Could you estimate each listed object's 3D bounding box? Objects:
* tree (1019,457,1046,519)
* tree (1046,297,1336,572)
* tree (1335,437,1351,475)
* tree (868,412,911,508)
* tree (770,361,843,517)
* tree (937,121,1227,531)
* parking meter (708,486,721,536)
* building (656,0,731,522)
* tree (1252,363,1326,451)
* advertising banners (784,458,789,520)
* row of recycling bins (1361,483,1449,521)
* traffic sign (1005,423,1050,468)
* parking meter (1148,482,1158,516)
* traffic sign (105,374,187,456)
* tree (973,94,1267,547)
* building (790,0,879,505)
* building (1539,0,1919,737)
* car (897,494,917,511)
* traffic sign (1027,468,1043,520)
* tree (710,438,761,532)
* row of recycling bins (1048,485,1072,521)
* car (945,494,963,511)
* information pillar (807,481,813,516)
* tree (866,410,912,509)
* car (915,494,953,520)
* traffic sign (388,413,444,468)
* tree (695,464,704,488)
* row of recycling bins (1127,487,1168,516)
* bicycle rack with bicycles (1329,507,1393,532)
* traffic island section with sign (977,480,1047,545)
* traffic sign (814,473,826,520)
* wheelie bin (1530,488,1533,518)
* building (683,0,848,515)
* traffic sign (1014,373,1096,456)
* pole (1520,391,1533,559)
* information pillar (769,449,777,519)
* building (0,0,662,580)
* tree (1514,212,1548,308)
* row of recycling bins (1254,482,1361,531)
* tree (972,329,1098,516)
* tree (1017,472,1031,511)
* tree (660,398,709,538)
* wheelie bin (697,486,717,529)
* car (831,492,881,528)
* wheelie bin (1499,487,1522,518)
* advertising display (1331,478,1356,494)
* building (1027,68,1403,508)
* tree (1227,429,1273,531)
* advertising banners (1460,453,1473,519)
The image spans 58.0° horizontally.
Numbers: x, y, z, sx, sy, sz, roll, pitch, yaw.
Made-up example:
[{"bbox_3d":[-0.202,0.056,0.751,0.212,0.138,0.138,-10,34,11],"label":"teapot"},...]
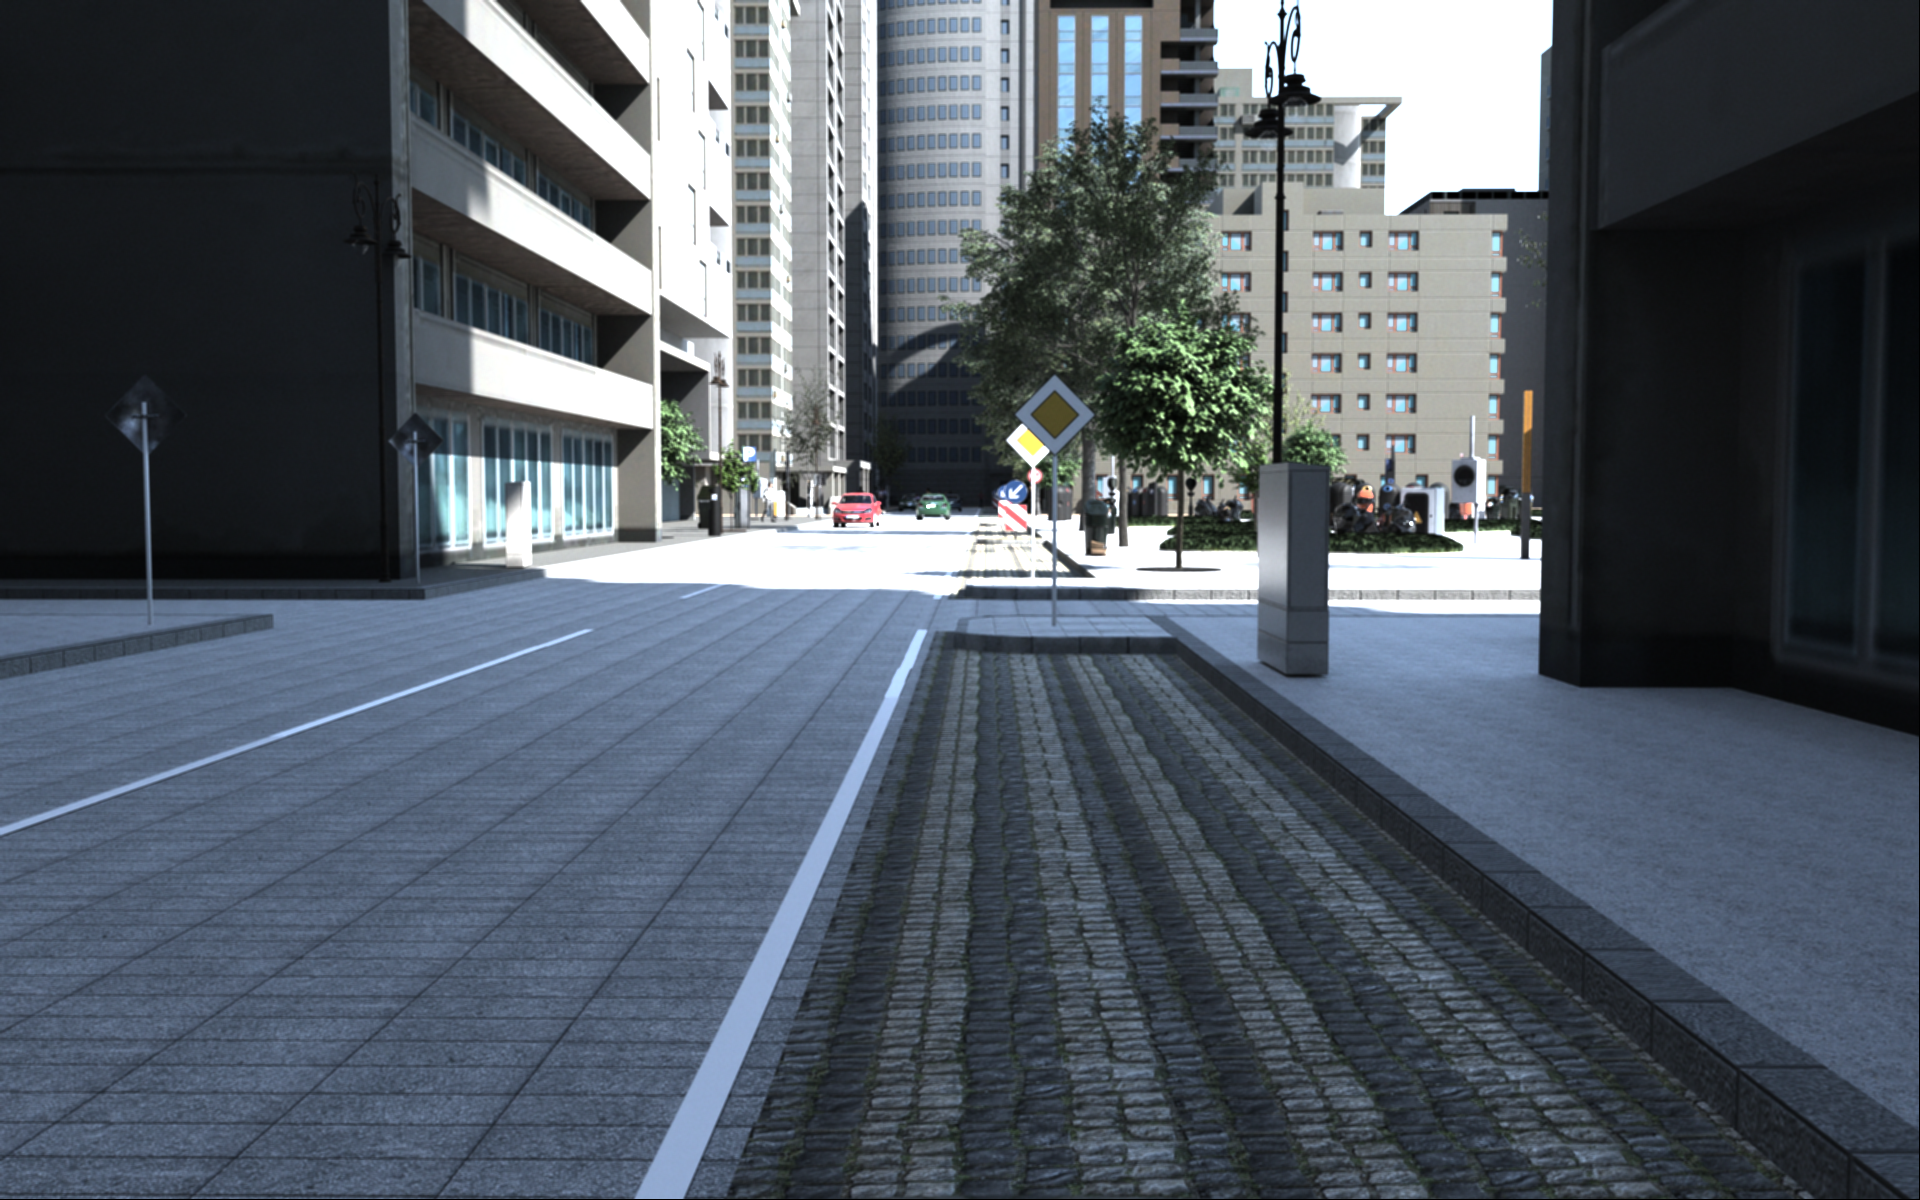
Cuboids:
[{"bbox_3d":[4.809,-6.518,90.278,4.285,4.588,4.351,0,3,0],"label":"tree"},{"bbox_3d":[3.689,-2.764,28.912,4.285,4.588,4.351,0,3,0],"label":"tree"},{"bbox_3d":[14.990,-5.522,74.006,4.285,4.588,4.351,0,3,0],"label":"tree"},{"bbox_3d":[-6.452,-12.597,156.319,4.360,8.622,3.978,0,3,0],"label":"tree"},{"bbox_3d":[-8.324,-8.894,95.785,4.360,8.622,3.978,0,3,0],"label":"tree"},{"bbox_3d":[4.319,-9.347,59.487,9.857,13.997,8.962,0,3,0],"label":"tree"},{"bbox_3d":[-7.531,-2.733,53.097,0.372,1.533,0.369,0,3,0],"label":"parking meter"},{"bbox_3d":[-24.357,-29.421,70.274,28.713,52.752,27.495,0,4,1],"label":"building"},{"bbox_3d":[17.989,-8.947,96.640,4.737,8.622,4.395,0,3,0],"label":"tree"},{"bbox_3d":[-8.435,-5.387,84.272,0.090,3.025,2.074,-1,4,-10],"label":"advertising banners"},{"bbox_3d":[16.132,-3.443,63.410,3.534,1.692,1.069,2,4,28],"label":"row of recycling bins"},{"bbox_3d":[1.059,-1.381,24.772,0.795,2.593,0.064,0,4,1],"label":"traffic sign"},{"bbox_3d":[9.106,-4.655,81.826,0.399,1.863,0.255,2,4,35],"label":"parking meter"},{"bbox_3d":[-7.957,-0.902,16.944,0.795,2.593,0.064,0,4,1],"label":"traffic sign"},{"bbox_3d":[3.664,-6.549,41.496,7.601,10.594,8.767,-2,4,-32],"label":"tree"},{"bbox_3d":[-18.664,-44.373,163.747,20.611,71.187,20.563,0,4,1],"label":"building"},{"bbox_3d":[14.611,-23.029,0.221,21.300,48.544,21.600,0,4,1],"label":"building"},{"bbox_3d":[-4.161,-8.128,144.691,2.131,1.459,4.920,0,4,0],"label":"car"},{"bbox_3d":[3.678,-5.182,84.830,0.768,2.556,0.104,1,4,8],"label":"traffic sign"},{"bbox_3d":[-7.717,-3.964,59.413,1.663,3.219,1.824,0,3,0],"label":"tree"},{"bbox_3d":[4.790,-4.670,83.469,1.069,1.692,3.534,1,4,10],"label":"row of recycling bins"},{"bbox_3d":[-0.737,-8.061,143.791,2.014,1.417,4.499,0,4,0],"label":"car"},{"bbox_3d":[-8.608,-5.800,99.315,0.304,2.012,0.304,0,4,5],"label":"information pillar"},{"bbox_3d":[-6.288,-12.273,151.033,4.737,8.622,4.395,0,3,0],"label":"tree"},{"bbox_3d":[-1.453,-5.129,95.664,2.131,1.459,4.920,0,4,1],"label":"car"},{"bbox_3d":[-7.834,-1.391,24.928,0.795,2.593,0.064,0,4,1],"label":"traffic sign"},{"bbox_3d":[-15.762,-8.910,96.041,4.360,8.622,3.978,0,3,0],"label":"tree"},{"bbox_3d":[10.162,-5.420,95.734,1.069,1.692,3.534,-3,4,-37],"label":"row of recycling bins"},{"bbox_3d":[11.211,-2.136,48.312,2.925,0.926,2.852,-3,5,-39],"label":"bicycle rack with bicycles"},{"bbox_3d":[1.475,-2.497,49.450,1.989,1.847,2.006,0,4,1],"label":"traffic island section with sign"},{"bbox_3d":[-6.924,-5.103,85.561,0.606,2.300,0.079,0,4,4],"label":"traffic sign"},{"bbox_3d":[29.224,-4.999,89.639,0.980,1.594,0.693,3,4,36],"label":"wheelie bin"},{"bbox_3d":[-23.865,-25.696,112.005,32.217,40.220,23.993,0,4,1],"label":"building"},{"bbox_3d":[0.936,-0.893,16.788,0.795,2.593,0.064,0,4,1],"label":"traffic sign"},{"bbox_3d":[11.194,-2.470,34.229,0.158,3.312,0.155,0,3,0],"label":"pole"},{"bbox_3d":[-9.646,-5.992,89.324,0.183,3.616,0.504,-3,5,-39],"label":"information pillar"},{"bbox_3d":[-18.891,-25.165,35.157,21.300,48.544,21.600,0,4,1],"label":"building"},{"bbox_3d":[11.300,-4.725,27.618,4.360,8.622,3.978,0,3,0],"label":"tree"},{"bbox_3d":[11.964,-3.247,60.202,3.534,1.692,1.069,-1,4,-11],"label":"row of recycling bins"},{"bbox_3d":[4.595,-11.245,101.990,7.486,12.596,7.792,0,3,0],"label":"tree"},{"bbox_3d":[4.920,-8.528,134.037,1.663,3.219,1.824,0,3,0],"label":"tree"},{"bbox_3d":[-9.011,-4.079,50.406,4.285,4.588,4.351,0,3,0],"label":"tree"},{"bbox_3d":[-9.309,-3.440,64.160,0.980,1.594,0.693,2,4,26],"label":"wheelie bin"},{"bbox_3d":[-4.431,-4.020,74.774,2.155,1.783,4.494,0,4,2],"label":"car"},{"bbox_3d":[25.725,-4.476,81.089,0.980,1.594,0.693,-2,4,-32],"label":"wheelie bin"},{"bbox_3d":[15.114,-3.859,68.305,0.974,1.923,0.123,0,4,6],"label":"advertising display"},{"bbox_3d":[22.545,-28.775,162.356,32.217,40.220,23.993,0,4,1],"label":"building"},{"bbox_3d":[8.331,-3.360,49.544,1.663,3.219,1.824,0,3,0],"label":"tree"},{"bbox_3d":[21.800,-4.798,74.641,0.090,3.025,2.074,2,4,31],"label":"advertising banners"}]
